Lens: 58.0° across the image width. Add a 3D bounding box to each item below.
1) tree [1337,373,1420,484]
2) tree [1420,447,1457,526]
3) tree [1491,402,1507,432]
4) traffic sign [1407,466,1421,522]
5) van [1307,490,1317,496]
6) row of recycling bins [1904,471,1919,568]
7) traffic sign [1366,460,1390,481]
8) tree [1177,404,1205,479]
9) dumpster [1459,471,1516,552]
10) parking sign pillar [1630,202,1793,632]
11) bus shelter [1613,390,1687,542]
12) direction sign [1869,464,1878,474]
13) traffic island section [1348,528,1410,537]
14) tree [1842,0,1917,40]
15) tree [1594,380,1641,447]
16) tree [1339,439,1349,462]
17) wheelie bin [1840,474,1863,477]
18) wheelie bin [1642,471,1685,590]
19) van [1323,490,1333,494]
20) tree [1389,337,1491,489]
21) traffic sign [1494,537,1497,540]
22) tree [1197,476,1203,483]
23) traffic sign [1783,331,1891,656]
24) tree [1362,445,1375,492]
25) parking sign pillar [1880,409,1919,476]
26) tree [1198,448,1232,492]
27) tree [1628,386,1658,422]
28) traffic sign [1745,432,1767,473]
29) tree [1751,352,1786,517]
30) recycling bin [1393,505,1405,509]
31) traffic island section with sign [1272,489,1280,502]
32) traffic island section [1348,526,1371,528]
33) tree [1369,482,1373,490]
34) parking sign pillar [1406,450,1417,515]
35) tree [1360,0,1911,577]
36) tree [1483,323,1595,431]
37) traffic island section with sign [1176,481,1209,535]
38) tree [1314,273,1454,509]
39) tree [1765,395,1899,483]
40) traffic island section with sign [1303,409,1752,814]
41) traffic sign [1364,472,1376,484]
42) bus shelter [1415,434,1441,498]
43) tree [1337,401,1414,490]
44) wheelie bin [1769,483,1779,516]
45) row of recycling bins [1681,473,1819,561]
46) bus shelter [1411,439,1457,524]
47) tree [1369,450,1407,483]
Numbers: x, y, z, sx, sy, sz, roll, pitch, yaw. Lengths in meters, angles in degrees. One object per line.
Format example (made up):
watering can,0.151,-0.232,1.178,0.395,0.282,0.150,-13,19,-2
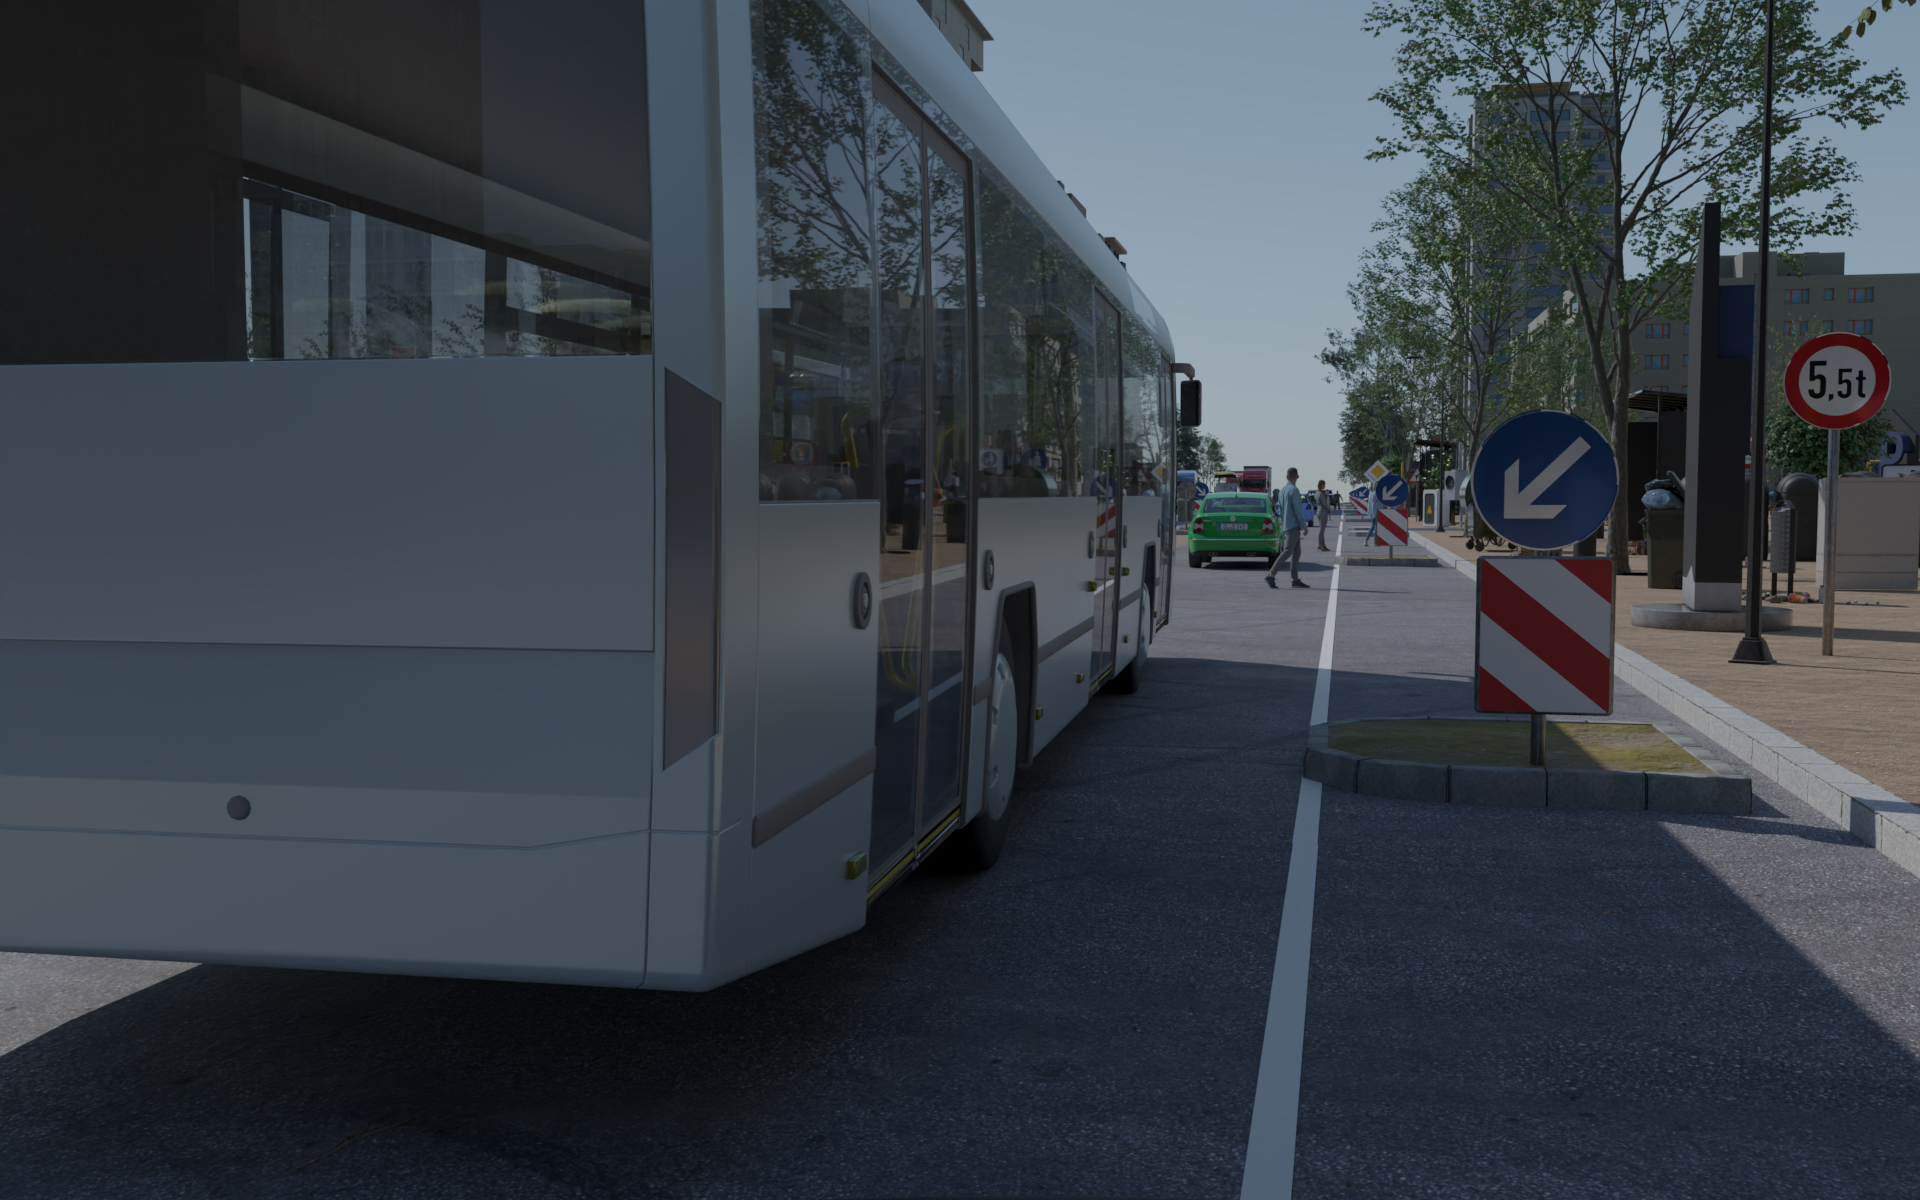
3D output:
tree,43.753,-16.709,179.844,9.857,13.997,8.962,0,3,0
tree,19.754,-4.656,70.721,1.663,3.219,1.824,0,3,0
tree,35.216,-10.287,118.553,4.360,8.622,3.978,0,3,0
traffic sign,21.109,-4.892,79.990,0.884,2.594,0.081,1,4,18
van,35.398,-10.148,172.936,2.013,2.044,4.112,1,4,13
row of recycling bins,17.307,-1.415,30.242,3.534,1.692,1.069,2,4,27
traffic sign,14.290,-3.486,59.188,0.795,2.593,0.064,1,4,12
tree,29.407,-20.449,240.994,9.857,13.997,8.962,0,3,0
dumpster,12.095,-2.235,39.038,1.502,2.255,1.985,1,4,13
parking sign pillar,7.273,-1.725,16.671,1.447,3.967,1.447,1,4,18
bus shelter,16.849,-3.092,41.840,1.731,3.624,6.357,1,4,13
direction sign,67.798,-8.354,128.591,0.876,3.537,0.379,-1,4,-20
traffic island section,14.315,-2.262,59.265,2.009,0.180,2.903,1,4,12
tree,6.031,-3.516,7.847,4.737,8.622,4.395,0,3,0
tree,41.145,-9.756,109.879,4.737,8.622,4.395,0,3,0
tree,68.013,-22.954,285.667,12.009,13.543,11.850,0,3,0
wheelie bin,13.822,-1.159,26.854,0.980,1.594,0.693,-3,4,-37
wheelie bin,9.648,-0.956,23.542,0.693,1.594,0.980,2,4,26
van,52.222,-14.819,246.679,2.240,2.365,5.245,1,4,14
tree,22.618,-8.068,82.280,4.360,8.622,3.978,0,3,0
traffic sign,14.036,-2.764,45.291,0.768,2.556,0.104,1,4,17
tree,36.202,-17.489,269.663,4.285,4.588,4.351,0,3,0
traffic sign,6.896,-0.831,13.690,0.768,2.556,0.104,1,4,17
tree,47.725,-15.058,196.567,4.360,8.622,3.978,0,3,0
parking sign pillar,29.342,-4.015,54.112,1.447,3.967,1.447,0,4,-6
tree,43.724,-22.420,300.979,7.601,10.594,8.767,0,4,2
tree,45.582,-10.145,116.237,4.360,8.622,3.978,0,3,0
traffic sign,16.033,-2.156,35.360,0.768,2.556,0.104,1,4,18
tree,37.892,-8.168,83.908,4.360,8.622,3.978,0,3,0
recycling bin,33.779,-7.374,133.113,0.722,1.027,0.722,3,5,43
traffic island section with sign,25.822,-8.158,141.515,2.006,1.907,1.989,1,4,12
traffic island section,16.047,-2.739,67.061,2.009,0.180,2.903,1,4,12
tree,59.483,-15.582,249.363,1.663,3.219,1.824,0,3,0
parking sign pillar,27.631,-7.196,106.118,1.447,3.967,1.447,0,4,4
tree,10.257,-6.202,27.163,9.928,11.665,9.643,0,3,0
tree,24.595,-7.657,75.553,4.737,8.622,4.395,0,3,0
traffic island section with sign,7.910,-3.229,60.929,2.006,1.907,1.989,1,4,12
tree,35.711,-18.039,150.833,12.611,20.169,13.585,0,3,0
tree,22.444,-3.744,44.935,4.285,4.588,4.351,0,3,0
traffic island section with sign,2.792,-0.016,8.883,1.989,1.847,2.006,1,4,12
traffic sign,16.023,-3.963,66.983,0.795,2.593,0.064,1,4,12
bus shelter,30.562,-8.286,113.110,2.179,5.291,8.768,1,4,13
tree,49.451,-17.618,205.055,9.611,12.733,9.660,0,3,0
wheelie bin,22.674,-2.431,47.654,0.980,1.594,0.693,0,4,0
row of recycling bins,15.768,-1.617,33.556,3.534,1.692,1.069,1,4,19
bus shelter,20.945,-5.218,76.589,1.731,3.624,6.357,1,4,12
tree,31.619,-8.729,126.426,4.285,4.588,4.351,0,3,0
